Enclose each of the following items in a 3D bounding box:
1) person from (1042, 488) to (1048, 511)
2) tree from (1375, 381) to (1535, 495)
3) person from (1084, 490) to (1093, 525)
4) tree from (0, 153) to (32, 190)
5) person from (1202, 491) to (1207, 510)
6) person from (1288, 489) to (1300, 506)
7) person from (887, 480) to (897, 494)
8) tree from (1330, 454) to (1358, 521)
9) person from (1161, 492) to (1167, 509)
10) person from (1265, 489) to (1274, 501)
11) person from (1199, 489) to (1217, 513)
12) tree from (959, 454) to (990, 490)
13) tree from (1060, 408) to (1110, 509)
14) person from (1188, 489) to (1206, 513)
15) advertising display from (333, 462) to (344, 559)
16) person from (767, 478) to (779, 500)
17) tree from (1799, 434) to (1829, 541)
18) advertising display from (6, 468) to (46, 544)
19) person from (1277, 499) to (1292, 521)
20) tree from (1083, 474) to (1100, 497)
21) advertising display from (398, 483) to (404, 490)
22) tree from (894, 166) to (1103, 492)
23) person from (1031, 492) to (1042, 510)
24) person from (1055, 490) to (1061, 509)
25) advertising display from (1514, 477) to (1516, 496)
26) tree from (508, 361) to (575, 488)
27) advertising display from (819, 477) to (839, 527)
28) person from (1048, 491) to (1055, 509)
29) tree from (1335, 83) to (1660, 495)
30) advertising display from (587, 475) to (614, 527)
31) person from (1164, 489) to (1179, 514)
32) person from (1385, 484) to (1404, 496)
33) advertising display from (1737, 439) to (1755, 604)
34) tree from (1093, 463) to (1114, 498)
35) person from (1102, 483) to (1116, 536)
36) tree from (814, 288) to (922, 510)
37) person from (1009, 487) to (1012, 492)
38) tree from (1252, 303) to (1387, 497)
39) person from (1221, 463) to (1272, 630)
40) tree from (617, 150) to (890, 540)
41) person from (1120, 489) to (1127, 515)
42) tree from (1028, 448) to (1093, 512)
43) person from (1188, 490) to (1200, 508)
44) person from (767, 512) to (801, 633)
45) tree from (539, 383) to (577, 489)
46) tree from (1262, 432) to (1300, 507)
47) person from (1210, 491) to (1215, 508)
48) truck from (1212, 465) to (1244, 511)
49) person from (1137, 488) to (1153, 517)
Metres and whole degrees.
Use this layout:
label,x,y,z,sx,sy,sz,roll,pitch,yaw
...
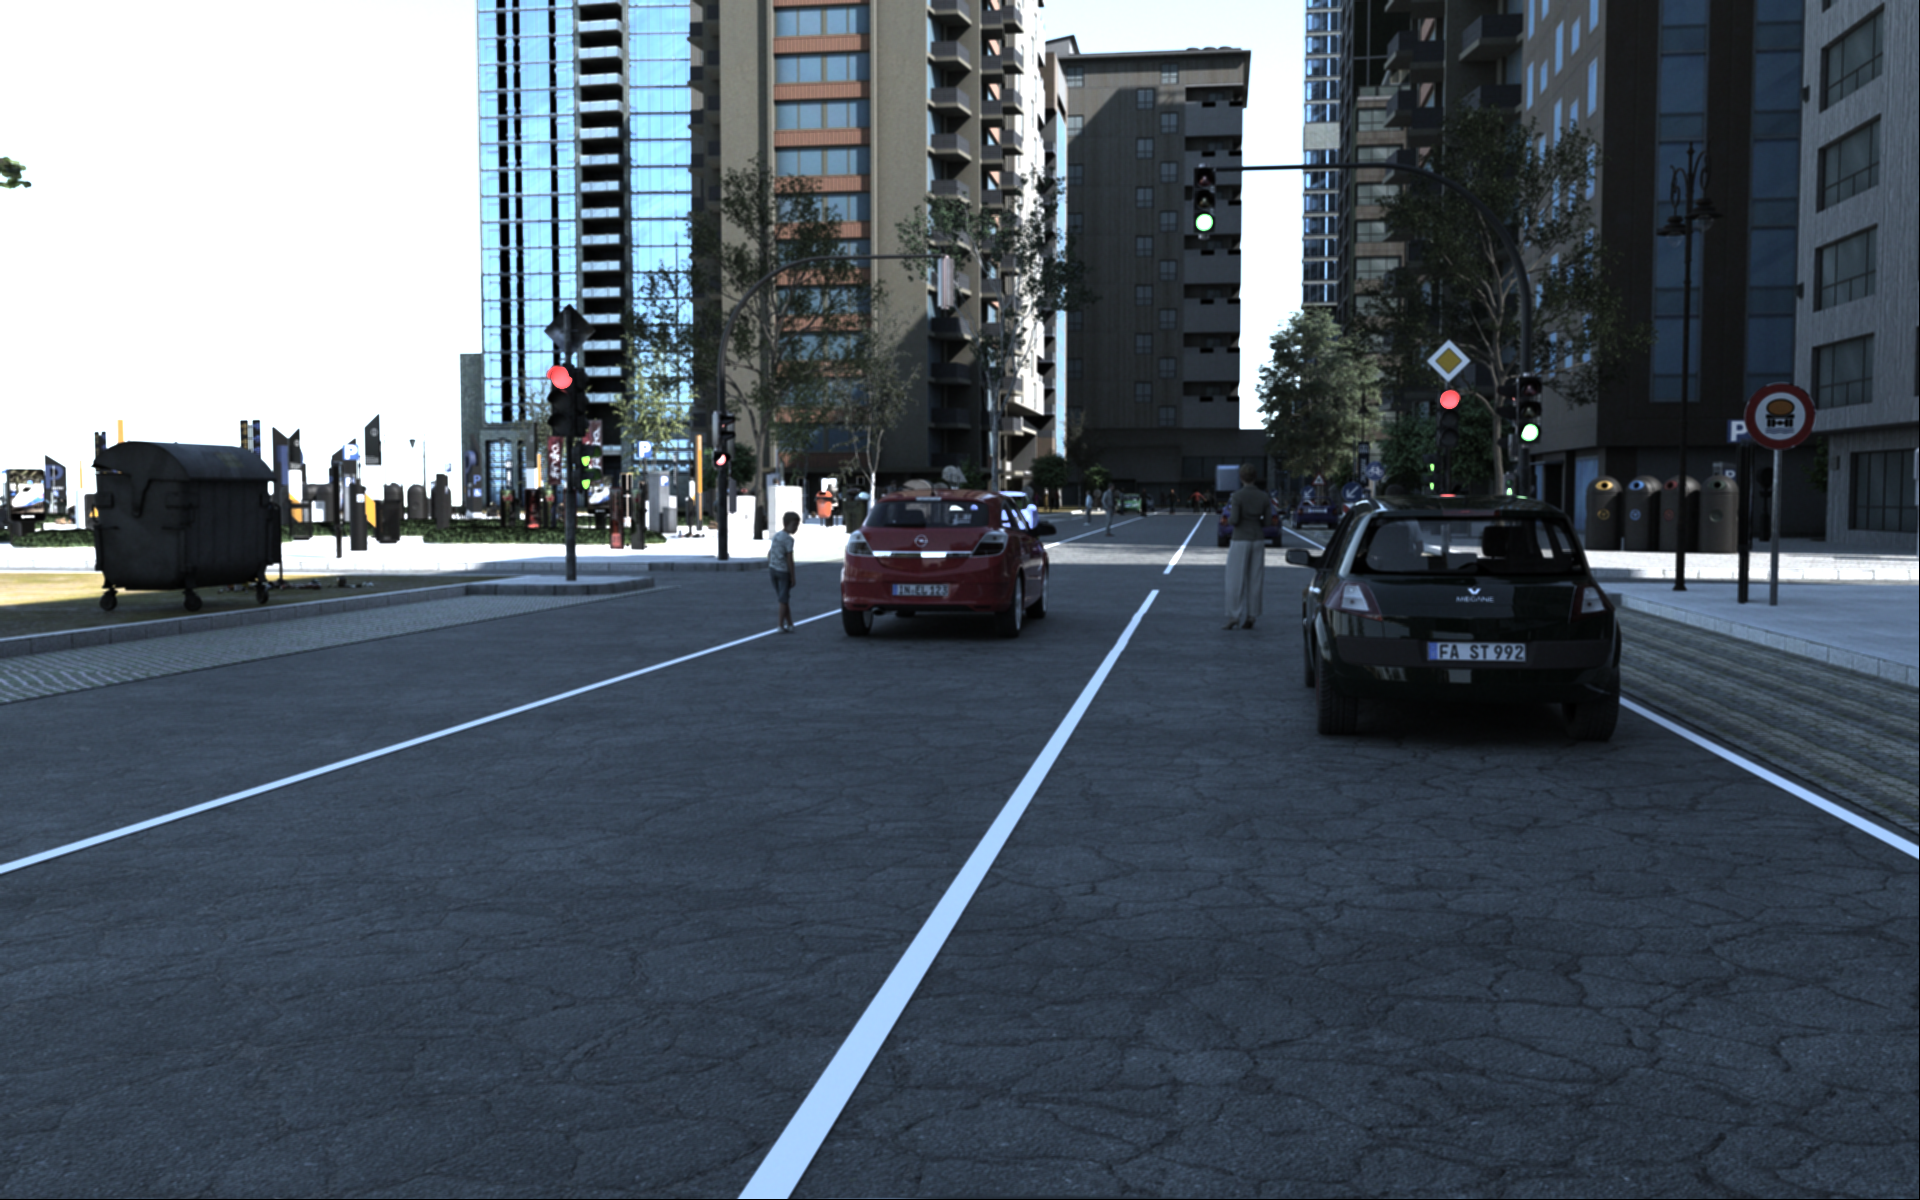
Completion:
label,x,y,z,sx,sy,sz,roll,pitch,yaw
person,6.452,-7.647,131.800,0.721,1.736,1.217,-1,4,-12
tree,14.910,-4.081,50.436,4.285,4.588,4.351,0,3,0
person,5.949,-4.270,80.128,0.330,1.601,0.589,2,4,33
tree,-10.862,-5.797,12.914,7.486,12.596,7.792,0,3,0
person,21.864,-8.899,154.780,0.721,1.735,1.217,2,4,27
person,34.321,-10.505,177.800,1.348,1.824,0.705,0,4,3
person,-2.771,-3.987,71.040,0.447,1.846,0.655,-2,4,-27
tree,18.822,-5.461,83.893,1.663,3.219,1.824,0,3,0
person,19.111,-9.321,162.367,0.593,1.643,0.415,-1,4,-23
person,22.863,-7.366,129.013,1.350,1.814,0.705,-3,4,-37
person,18.574,-7.420,129.826,1.348,1.823,0.705,0,4,-3
tree,0.335,-5.375,82.476,1.663,3.219,1.824,0,3,0
tree,10.302,-11.988,146.358,4.360,8.622,3.978,0,3,0
person,17.484,-7.307,127.930,1.348,1.831,0.705,1,4,9
advertising display,-12.472,-1.808,34.775,0.123,1.923,0.974,-1,4,-15
person,-5.882,-3.043,55.977,0.721,1.800,0.419,0,4,-2
tree,23.731,-3.227,47.358,1.663,3.219,1.824,0,3,0
advertising display,-23.617,-2.361,43.812,0.123,1.923,0.974,2,4,27
person,17.165,-4.729,91.312,0.738,1.151,1.012,-1,4,-10
tree,12.586,-10.566,167.352,1.663,3.219,1.824,0,3,0
advertising display,-32.831,-5.903,101.720,0.123,1.923,0.974,-2,4,-30
tree,3.487,-14.833,98.414,12.611,20.169,13.585,0,3,0
person,6.154,-7.984,139.810,0.991,1.433,0.599,2,4,30
person,8.326,-8.686,147.990,0.705,1.831,1.348,-1,4,-12
advertising display,21.589,-3.750,66.531,0.974,1.923,0.123,3,5,43
tree,-23.307,-8.944,96.601,4.360,8.622,3.978,0,3,0
advertising display,-5.108,-3.817,67.614,0.123,1.923,0.974,3,5,40
person,7.976,-8.774,149.502,1.348,1.823,0.705,3,5,41
tree,12.240,-6.458,40.001,7.601,10.594,8.767,0,4,6
advertising display,-12.180,-3.271,58.695,0.974,1.923,0.123,1,4,18
person,15.447,-7.189,126.067,0.705,1.821,1.348,-3,5,-44
person,3.507,-0.187,14.148,0.523,1.515,0.503,3,5,42
advertising display,9.360,-0.943,20.633,0.123,1.923,0.974,2,4,27
tree,14.292,-11.998,179.888,4.285,4.588,4.351,0,3,0
person,5.101,-3.095,59.199,0.391,1.810,0.635,1,4,23
tree,-3.231,-6.857,62.482,4.360,8.622,3.978,0,3,0
person,3.372,-6.500,113.027,0.721,1.736,1.217,-2,4,-34
tree,23.931,-12.733,114.841,9.857,13.997,8.962,0,3,0
person,3.039,-0.572,18.408,0.519,1.759,0.362,-1,4,-18
tree,-5.757,-6.946,47.986,8.767,10.594,7.601,1,4,11
person,11.239,-6.787,119.558,0.705,1.814,1.350,1,4,21
tree,6.521,-8.524,123.079,4.285,4.588,4.351,0,3,0
person,23.421,-10.107,173.378,1.348,1.869,0.705,2,4,32
person,-1.821,-0.290,17.930,0.352,1.250,0.332,0,4,-3
tree,-24.847,-9.693,108.835,4.737,8.622,4.395,0,3,0
tree,32.291,-13.630,173.210,4.360,8.622,3.978,0,3,0
person,26.256,-10.399,179.235,0.721,1.735,1.217,-3,5,-40
truck,24.040,-10.073,154.445,2.967,4.110,18.799,0,4,8
person,11.642,-6.167,109.474,1.348,1.807,0.705,-3,5,-40
